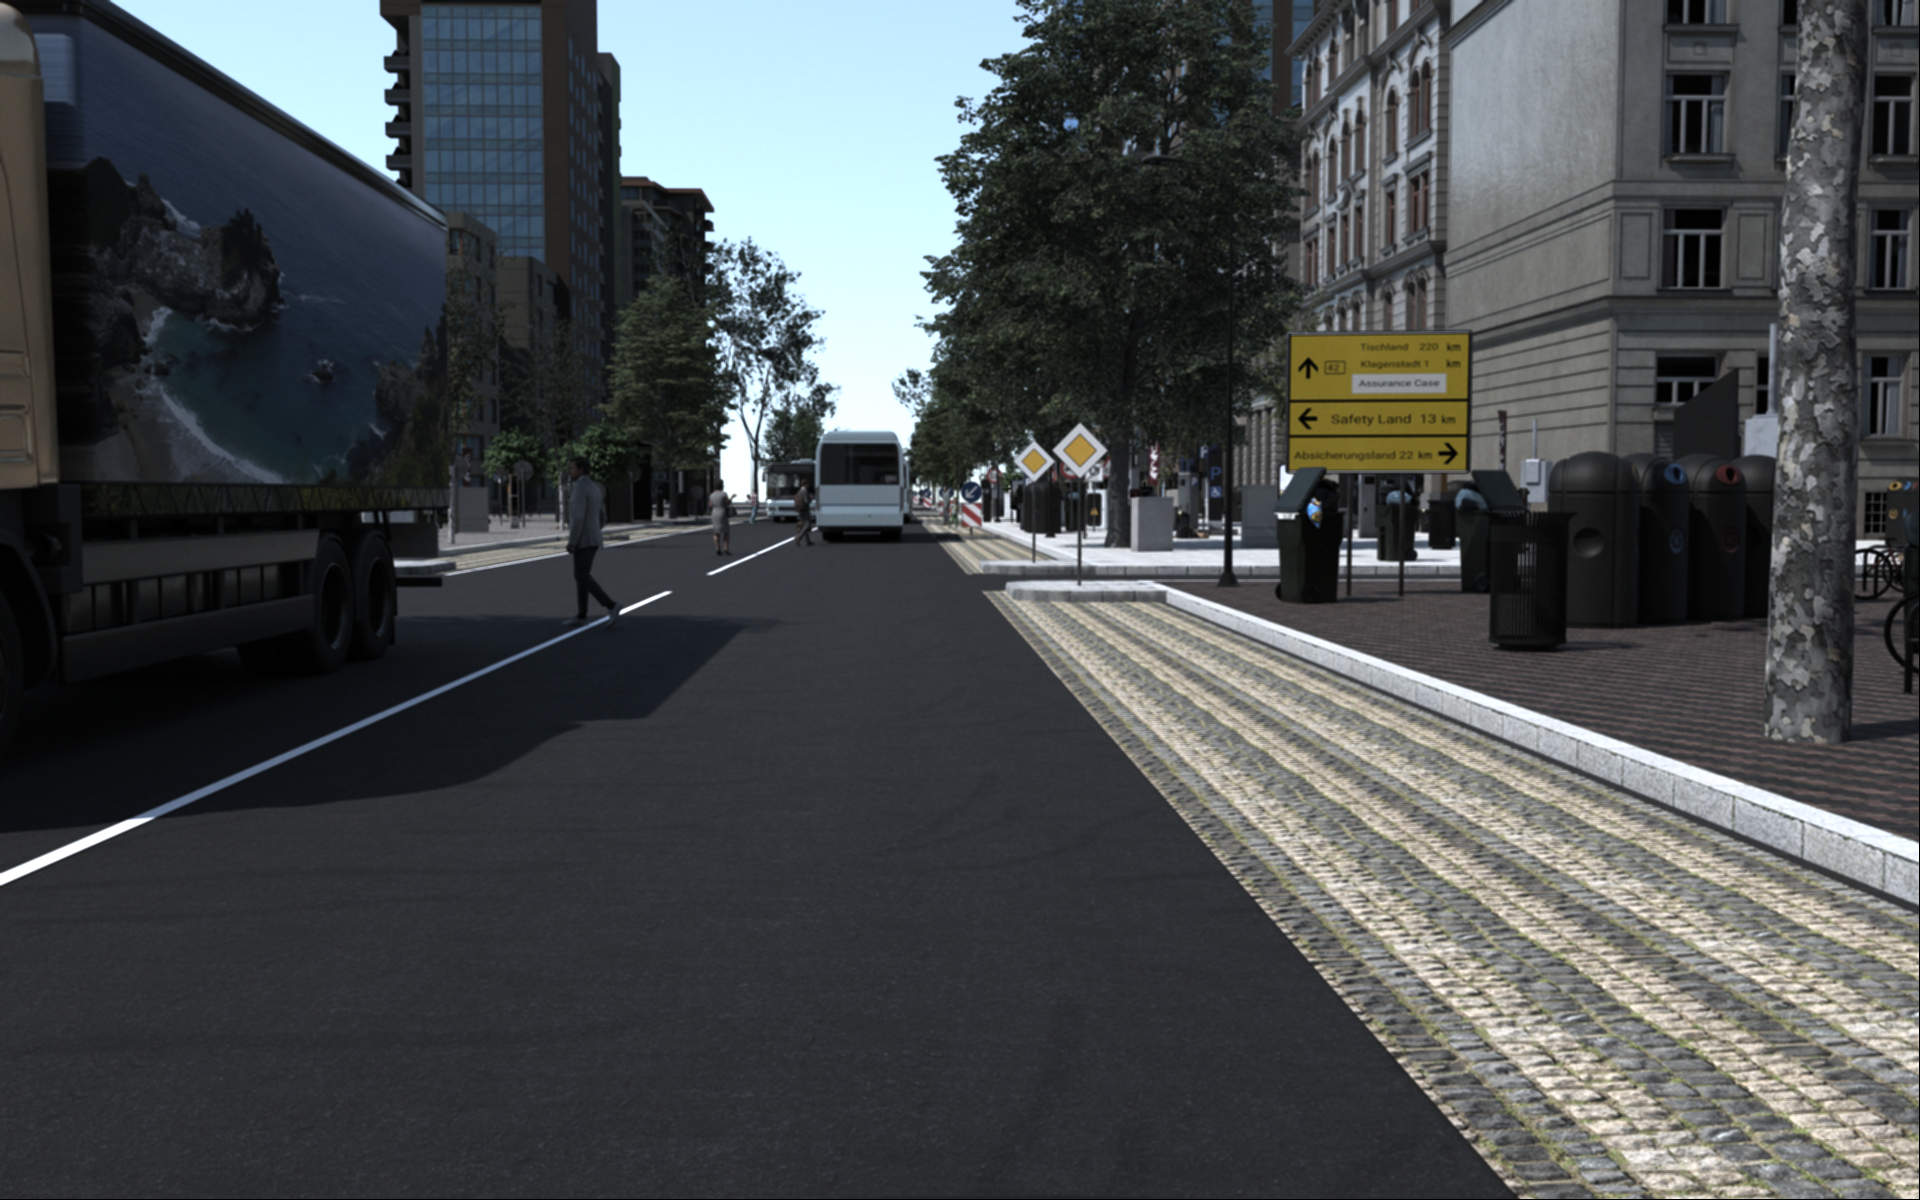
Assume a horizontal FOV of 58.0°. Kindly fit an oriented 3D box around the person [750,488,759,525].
[{"bbox_3d":[-9.670,-4.402,81.310,0.643,1.720,0.563,-2,4,-34],"label":"person"}]

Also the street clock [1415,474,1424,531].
[{"bbox_3d":[15.997,-3.434,60.720,0.358,2.002,0.471,-3,5,-44],"label":"street clock"}]

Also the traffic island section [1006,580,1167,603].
[{"bbox_3d":[1.689,-0.119,24.227,2.009,0.180,2.903,0,4,-2],"label":"traffic island section"}]

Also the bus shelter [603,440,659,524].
[{"bbox_3d":[-14.923,-5.336,78.525,1.731,3.624,6.357,0,4,-2],"label":"bus shelter"}]

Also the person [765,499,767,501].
[{"bbox_3d":[-11.770,-6.137,109.666,1.217,1.723,0.721,-1,4,-14],"label":"person"}]

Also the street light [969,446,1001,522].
[{"bbox_3d":[1.165,-6.459,78.147,1.470,5.913,1.316,0,4,-2],"label":"street light"}]

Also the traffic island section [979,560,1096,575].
[{"bbox_3d":[1.395,-0.607,32.207,2.009,0.180,2.903,0,4,-2],"label":"traffic island section"}]

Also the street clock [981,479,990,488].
[{"bbox_3d":[1.269,-4.971,85.850,0.358,2.002,0.471,3,5,43],"label":"street clock"}]

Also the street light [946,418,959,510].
[{"bbox_3d":[0.066,-8.181,106.297,1.470,5.913,1.316,0,4,-2],"label":"street light"}]

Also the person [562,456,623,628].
[{"bbox_3d":[-3.974,-0.635,18.722,0.795,1.843,0.661,1,4,13],"label":"person"}]

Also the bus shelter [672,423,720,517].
[{"bbox_3d":[-15.444,-7.518,100.545,2.179,5.291,8.768,0,4,-2],"label":"bus shelter"}]

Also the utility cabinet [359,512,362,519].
[{"bbox_3d":[-14.238,-1.909,39.899,1.173,1.500,0.318,-2,4,-28],"label":"utility cabinet"}]

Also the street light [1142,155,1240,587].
[{"bbox_3d":[3.190,-3.142,23.918,1.470,5.913,1.316,0,4,-2],"label":"street light"}]

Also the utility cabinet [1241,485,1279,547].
[{"bbox_3d":[7.313,-1.996,41.313,1.173,1.500,0.318,-1,4,-14],"label":"utility cabinet"}]

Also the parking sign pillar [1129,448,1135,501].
[{"bbox_3d":[8.954,-6.527,95.182,1.447,3.967,1.447,0,4,0],"label":"parking sign pillar"}]

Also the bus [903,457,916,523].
[{"bbox_3d":[-3.790,-5.762,89.073,2.948,3.499,13.247,0,4,-1],"label":"bus"}]

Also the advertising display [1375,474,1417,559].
[{"bbox_3d":[8.610,-1.774,34.212,0.974,1.923,0.123,-2,4,-29],"label":"advertising display"}]

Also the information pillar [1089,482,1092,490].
[{"bbox_3d":[5.894,-5.287,77.804,0.183,3.616,0.504,-1,4,-12],"label":"information pillar"}]

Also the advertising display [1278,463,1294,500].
[{"bbox_3d":[6.950,-1.847,35.407,0.974,1.923,0.123,3,5,40],"label":"advertising display"}]

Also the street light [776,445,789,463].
[{"bbox_3d":[-16.738,-11.647,162.961,1.470,5.913,1.316,0,4,-2],"label":"street light"}]

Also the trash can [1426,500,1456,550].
[{"bbox_3d":[11.166,-1.739,40.094,0.748,1.137,0.748,0,3,0],"label":"trash can"}]

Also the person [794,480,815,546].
[{"bbox_3d":[-4.332,-2.414,47.935,0.822,1.834,0.622,-3,5,-42],"label":"person"}]

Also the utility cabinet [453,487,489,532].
[{"bbox_3d":[-16.277,-2.985,57.479,1.173,1.500,0.318,-2,4,-28],"label":"utility cabinet"}]

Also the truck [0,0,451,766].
[{"bbox_3d":[-6.060,-1.390,11.634,2.839,4.237,11.283,0,4,-2],"label":"truck"}]

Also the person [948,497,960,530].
[{"bbox_3d":[-0.242,-3.478,69.606,0.306,1.304,0.590,-3,5,-44],"label":"person"}]

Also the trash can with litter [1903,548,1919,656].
[{"bbox_3d":[7.869,-0.145,13.766,0.624,1.170,1.055,1,4,20],"label":"trash can with litter"}]

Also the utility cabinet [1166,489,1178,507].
[{"bbox_3d":[10.266,-4.535,82.832,0.318,1.500,1.173,-1,4,-22],"label":"utility cabinet"}]

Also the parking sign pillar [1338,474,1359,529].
[{"bbox_3d":[14.498,-4.646,64.427,1.447,3.967,1.447,2,4,31],"label":"parking sign pillar"}]

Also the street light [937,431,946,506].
[{"bbox_3d":[-0.750,-9.542,128.550,1.470,5.913,1.316,0,4,-2],"label":"street light"}]

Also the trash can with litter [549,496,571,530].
[{"bbox_3d":[-14.242,-3.197,63.322,1.678,1.210,2.233,-2,4,-30],"label":"trash can with litter"}]

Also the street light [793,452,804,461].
[{"bbox_3d":[-17.871,-13.396,191.563,1.470,5.913,1.316,0,4,-2],"label":"street light"}]

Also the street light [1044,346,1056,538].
[{"bbox_3d":[2.130,-4.794,50.923,1.470,5.913,1.316,0,4,-2],"label":"street light"}]

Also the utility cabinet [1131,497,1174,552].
[{"bbox_3d":[4.289,-1.685,38.710,1.020,1.237,0.306,-2,4,-34],"label":"utility cabinet"}]

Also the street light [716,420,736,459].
[{"bbox_3d":[-14.666,-8.291,108.097,1.470,5.913,1.316,0,4,-2],"label":"street light"}]

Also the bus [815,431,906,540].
[{"bbox_3d":[-3.180,-3.786,56.757,2.948,3.499,13.247,0,4,-2],"label":"bus"}]

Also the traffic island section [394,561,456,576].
[{"bbox_3d":[-10.489,-0.581,31.775,2.009,0.180,2.903,0,4,-2],"label":"traffic island section"}]

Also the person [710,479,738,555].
[{"bbox_3d":[-5.498,-1.944,40.641,0.716,1.782,0.532,2,4,27],"label":"person"}]

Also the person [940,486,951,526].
[{"bbox_3d":[-0.618,-4.251,78.099,0.391,1.810,0.635,-1,4,-22],"label":"person"}]

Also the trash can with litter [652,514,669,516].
[{"bbox_3d":[-18.029,-5.494,100.890,2.233,1.210,1.678,-1,4,-19],"label":"trash can with litter"}]

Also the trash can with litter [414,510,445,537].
[{"bbox_3d":[-16.392,-2.542,52.625,1.678,1.210,2.233,-2,4,-23],"label":"trash can with litter"}]

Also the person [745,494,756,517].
[{"bbox_3d":[-13.062,-5.907,108.269,0.628,1.438,0.799,1,4,10],"label":"person"}]

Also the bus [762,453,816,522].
[{"bbox_3d":[-8.278,-5.868,90.798,2.948,3.499,13.247,0,4,0],"label":"bus"}]

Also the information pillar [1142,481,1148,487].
[{"bbox_3d":[10.417,-5.677,97.304,0.304,2.012,0.304,2,4,28],"label":"information pillar"}]

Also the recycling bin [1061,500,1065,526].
[{"bbox_3d":[4.250,-3.448,68.926,0.722,1.027,0.722,-1,4,-21],"label":"recycling bin"}]

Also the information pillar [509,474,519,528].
[{"bbox_3d":[-16.682,-3.688,64.793,0.304,2.012,0.304,-2,4,-23],"label":"information pillar"}]

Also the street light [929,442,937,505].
[{"bbox_3d":[-1.797,-11.213,155.871,1.470,5.913,1.316,0,4,-2],"label":"street light"}]

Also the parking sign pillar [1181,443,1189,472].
[{"bbox_3d":[11.932,-6.208,89.980,1.447,3.967,1.447,-1,4,-19],"label":"parking sign pillar"}]

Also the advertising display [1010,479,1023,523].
[{"bbox_3d":[2.679,-4.370,76.661,0.974,1.923,0.123,-2,4,-26],"label":"advertising display"}]

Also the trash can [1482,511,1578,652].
[{"bbox_3d":[4.685,-0.160,14.272,0.748,1.137,0.748,0,3,0],"label":"trash can"}]

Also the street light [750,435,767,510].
[{"bbox_3d":[-15.783,-9.981,135.737,1.470,5.913,1.316,0,4,-2],"label":"street light"}]
